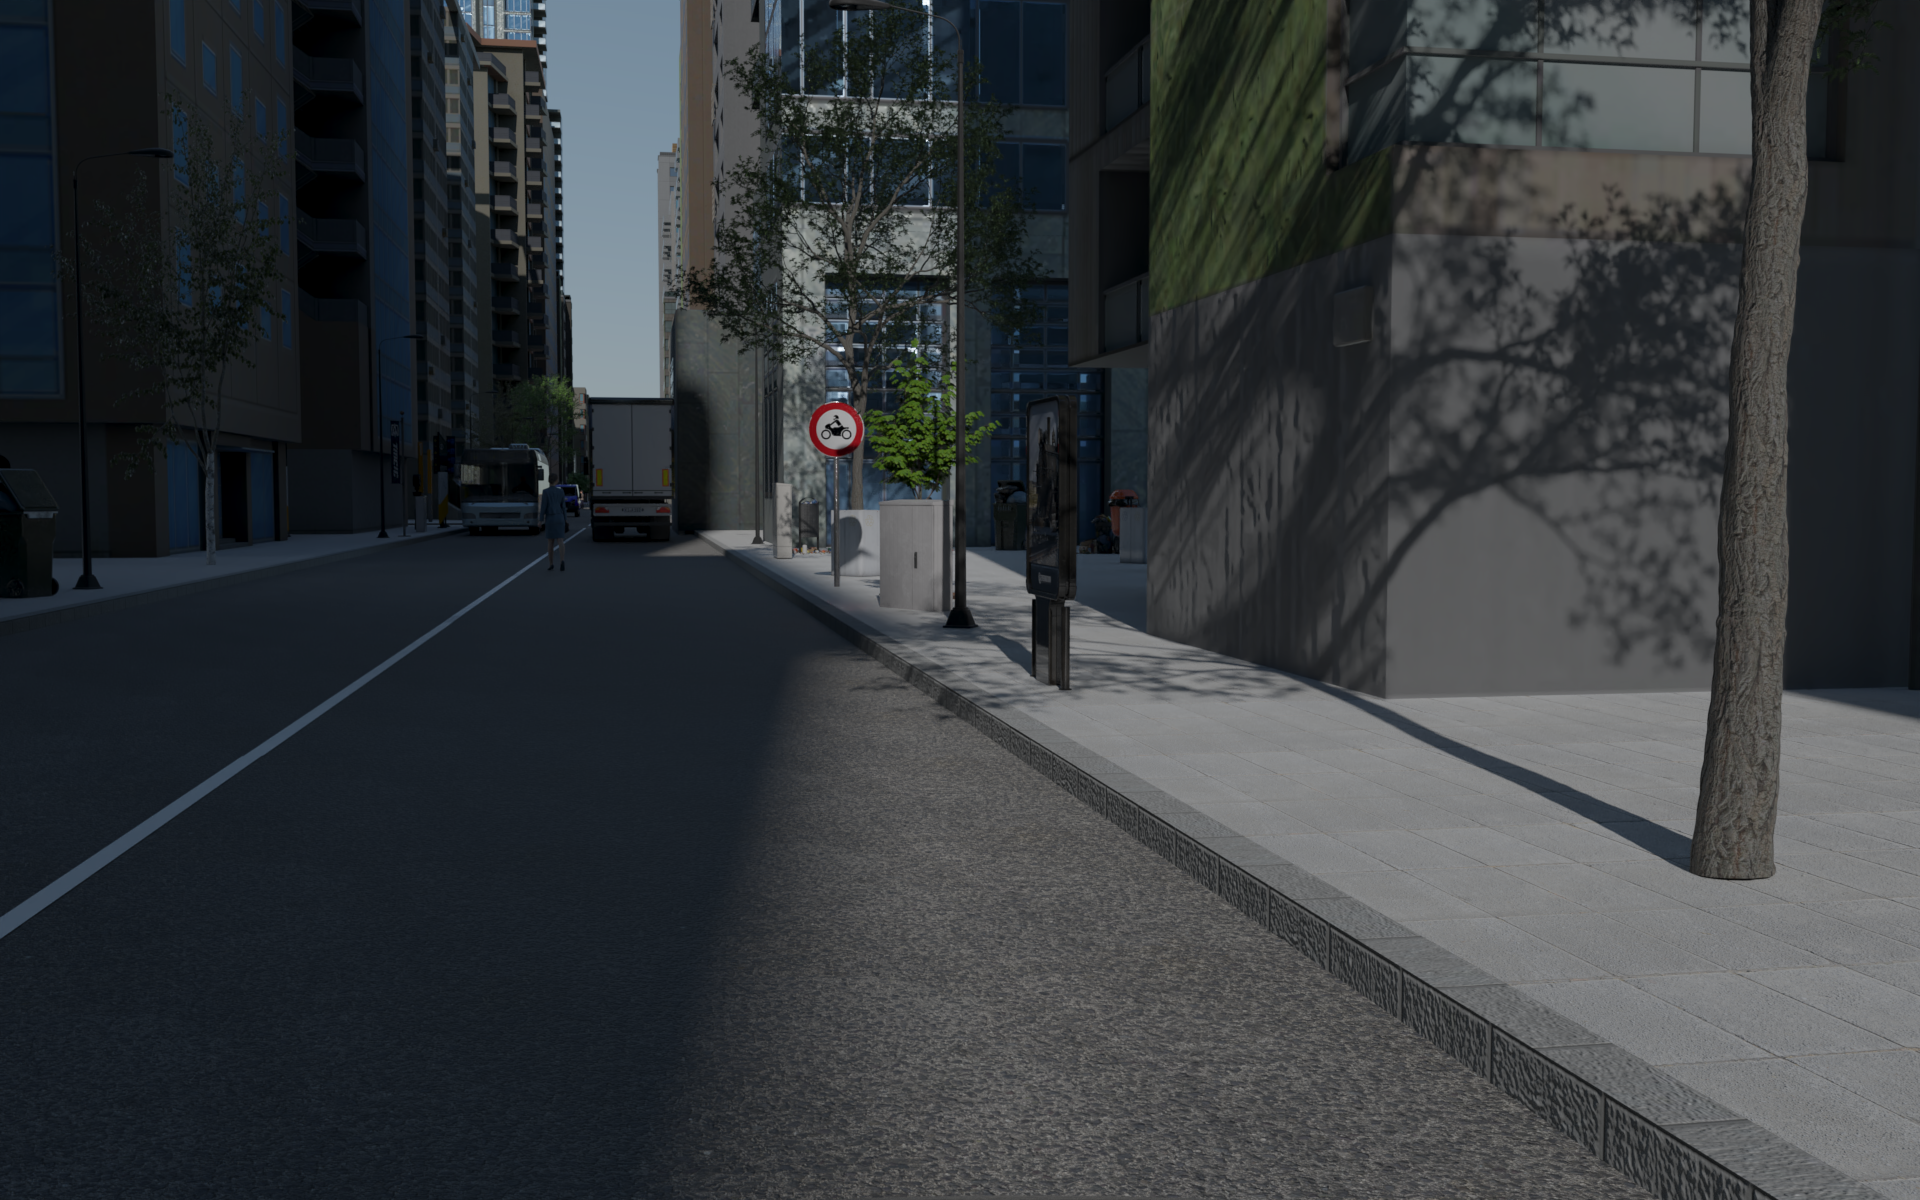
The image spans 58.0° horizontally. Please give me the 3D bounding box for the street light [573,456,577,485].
[{"bbox_3d":[-40.967,-12.767,181.283,1.470,5.913,1.316,-1,4,-11],"label":"street light"}]

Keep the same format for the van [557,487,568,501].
[{"bbox_3d":[-22.520,-5.375,94.900,2.013,2.044,4.112,-1,4,-12],"label":"van"}]

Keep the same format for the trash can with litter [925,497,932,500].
[{"bbox_3d":[-0.720,-1.727,39.293,1.678,1.210,2.233,-1,4,-13],"label":"trash can with litter"}]

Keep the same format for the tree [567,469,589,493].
[{"bbox_3d":[-49.820,-14.817,225.968,4.285,4.588,4.351,0,3,0],"label":"tree"}]

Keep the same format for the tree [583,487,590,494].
[{"bbox_3d":[-57.226,-16.535,264.943,1.663,3.219,1.824,0,3,0],"label":"tree"}]

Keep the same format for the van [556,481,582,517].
[{"bbox_3d":[-24.993,-6.420,109.345,2.240,2.365,5.245,-1,4,-11],"label":"van"}]

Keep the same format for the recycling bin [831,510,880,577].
[{"bbox_3d":[-1.540,-0.896,27.201,0.722,1.027,0.722,3,5,44],"label":"recycling bin"}]

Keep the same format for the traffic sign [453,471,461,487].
[{"bbox_3d":[-20.154,-4.071,70.202,0.795,2.450,0.064,-1,4,-11],"label":"traffic sign"}]

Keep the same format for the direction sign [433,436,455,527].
[{"bbox_3d":[-20.010,-4.604,67.267,0.876,3.537,0.379,-3,4,-39],"label":"direction sign"}]

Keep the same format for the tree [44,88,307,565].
[{"bbox_3d":[-13.776,-4.948,31.269,4.360,8.622,3.978,0,3,0],"label":"tree"}]

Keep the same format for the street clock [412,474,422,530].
[{"bbox_3d":[-19.507,-3.528,62.247,0.358,2.002,0.471,0,4,-8],"label":"street clock"}]

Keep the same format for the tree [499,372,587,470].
[{"bbox_3d":[-35.618,-13.549,147.273,9.928,11.665,9.643,0,3,0],"label":"tree"}]

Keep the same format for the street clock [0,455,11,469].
[{"bbox_3d":[-17.477,-1.641,31.408,0.471,2.002,0.358,-3,5,-41],"label":"street clock"}]

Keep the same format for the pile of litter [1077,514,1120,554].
[{"bbox_3d":[3.067,-1.429,37.330,1.719,0.858,1.176,1,4,17],"label":"pile of litter"}]

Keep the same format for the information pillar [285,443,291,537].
[{"bbox_3d":[-20.187,-3.680,51.522,0.183,3.616,0.504,1,4,17],"label":"information pillar"}]

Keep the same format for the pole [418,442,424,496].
[{"bbox_3d":[-21.154,-4.533,67.955,0.158,3.312,0.155,0,3,0],"label":"pole"}]

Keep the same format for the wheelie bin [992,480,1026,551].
[{"bbox_3d":[1.165,-1.929,39.454,0.980,1.594,0.693,2,4,28],"label":"wheelie bin"}]

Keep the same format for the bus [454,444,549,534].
[{"bbox_3d":[-16.786,-4.252,64.387,2.948,3.499,13.247,-1,4,-12],"label":"bus"}]

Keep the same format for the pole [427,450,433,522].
[{"bbox_3d":[-24.267,-5.226,79.290,0.158,3.312,0.155,0,3,0],"label":"pole"}]

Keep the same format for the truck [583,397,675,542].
[{"bbox_3d":[-10.669,-4.083,55.671,2.839,4.237,11.283,-1,4,-12],"label":"truck"}]

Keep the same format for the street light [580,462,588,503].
[{"bbox_3d":[-45.938,-14.429,208.453,1.470,5.913,1.316,-1,4,-11],"label":"street light"}]

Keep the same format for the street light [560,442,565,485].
[{"bbox_3d":[-35.748,-11.080,153.695,1.470,5.913,1.316,-1,4,-11],"label":"street light"}]

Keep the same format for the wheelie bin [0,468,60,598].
[{"bbox_3d":[-11.717,-0.833,21.522,0.693,1.594,0.980,1,4,12],"label":"wheelie bin"}]

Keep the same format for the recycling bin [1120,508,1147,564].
[{"bbox_3d":[3.458,-1.202,32.211,0.722,1.027,0.722,-2,4,-34],"label":"recycling bin"}]

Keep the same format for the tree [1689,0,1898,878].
[{"bbox_3d":[2.956,-4.351,5.543,7.601,10.594,8.767,0,4,-5],"label":"tree"}]

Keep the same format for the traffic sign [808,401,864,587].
[{"bbox_3d":[-1.703,-1.455,23.903,0.768,2.556,0.104,0,4,-3],"label":"traffic sign"}]

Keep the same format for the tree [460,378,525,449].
[{"bbox_3d":[-29.210,-9.731,109.464,4.360,8.622,3.978,0,3,0],"label":"tree"}]

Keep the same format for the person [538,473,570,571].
[{"bbox_3d":[-7.577,-1.456,32.327,0.581,1.822,0.654,-1,4,-21],"label":"person"}]

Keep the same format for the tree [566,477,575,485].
[{"bbox_3d":[-44.795,-12.518,199.274,1.663,3.219,1.824,0,3,0],"label":"tree"}]

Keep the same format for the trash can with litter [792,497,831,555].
[{"bbox_3d":[-2.927,-1.637,37.820,2.233,1.210,1.678,-3,5,-44],"label":"trash can with litter"}]

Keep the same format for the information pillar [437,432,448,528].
[{"bbox_3d":[-19.469,-4.515,65.169,0.183,3.616,0.504,1,4,20],"label":"information pillar"}]

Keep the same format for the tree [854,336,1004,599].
[{"bbox_3d":[-0.569,-1.640,21.417,1.663,3.219,1.824,0,3,0],"label":"tree"}]

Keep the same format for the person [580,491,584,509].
[{"bbox_3d":[-37.209,-9.833,169.792,0.750,1.759,0.617,2,4,25],"label":"person"}]
